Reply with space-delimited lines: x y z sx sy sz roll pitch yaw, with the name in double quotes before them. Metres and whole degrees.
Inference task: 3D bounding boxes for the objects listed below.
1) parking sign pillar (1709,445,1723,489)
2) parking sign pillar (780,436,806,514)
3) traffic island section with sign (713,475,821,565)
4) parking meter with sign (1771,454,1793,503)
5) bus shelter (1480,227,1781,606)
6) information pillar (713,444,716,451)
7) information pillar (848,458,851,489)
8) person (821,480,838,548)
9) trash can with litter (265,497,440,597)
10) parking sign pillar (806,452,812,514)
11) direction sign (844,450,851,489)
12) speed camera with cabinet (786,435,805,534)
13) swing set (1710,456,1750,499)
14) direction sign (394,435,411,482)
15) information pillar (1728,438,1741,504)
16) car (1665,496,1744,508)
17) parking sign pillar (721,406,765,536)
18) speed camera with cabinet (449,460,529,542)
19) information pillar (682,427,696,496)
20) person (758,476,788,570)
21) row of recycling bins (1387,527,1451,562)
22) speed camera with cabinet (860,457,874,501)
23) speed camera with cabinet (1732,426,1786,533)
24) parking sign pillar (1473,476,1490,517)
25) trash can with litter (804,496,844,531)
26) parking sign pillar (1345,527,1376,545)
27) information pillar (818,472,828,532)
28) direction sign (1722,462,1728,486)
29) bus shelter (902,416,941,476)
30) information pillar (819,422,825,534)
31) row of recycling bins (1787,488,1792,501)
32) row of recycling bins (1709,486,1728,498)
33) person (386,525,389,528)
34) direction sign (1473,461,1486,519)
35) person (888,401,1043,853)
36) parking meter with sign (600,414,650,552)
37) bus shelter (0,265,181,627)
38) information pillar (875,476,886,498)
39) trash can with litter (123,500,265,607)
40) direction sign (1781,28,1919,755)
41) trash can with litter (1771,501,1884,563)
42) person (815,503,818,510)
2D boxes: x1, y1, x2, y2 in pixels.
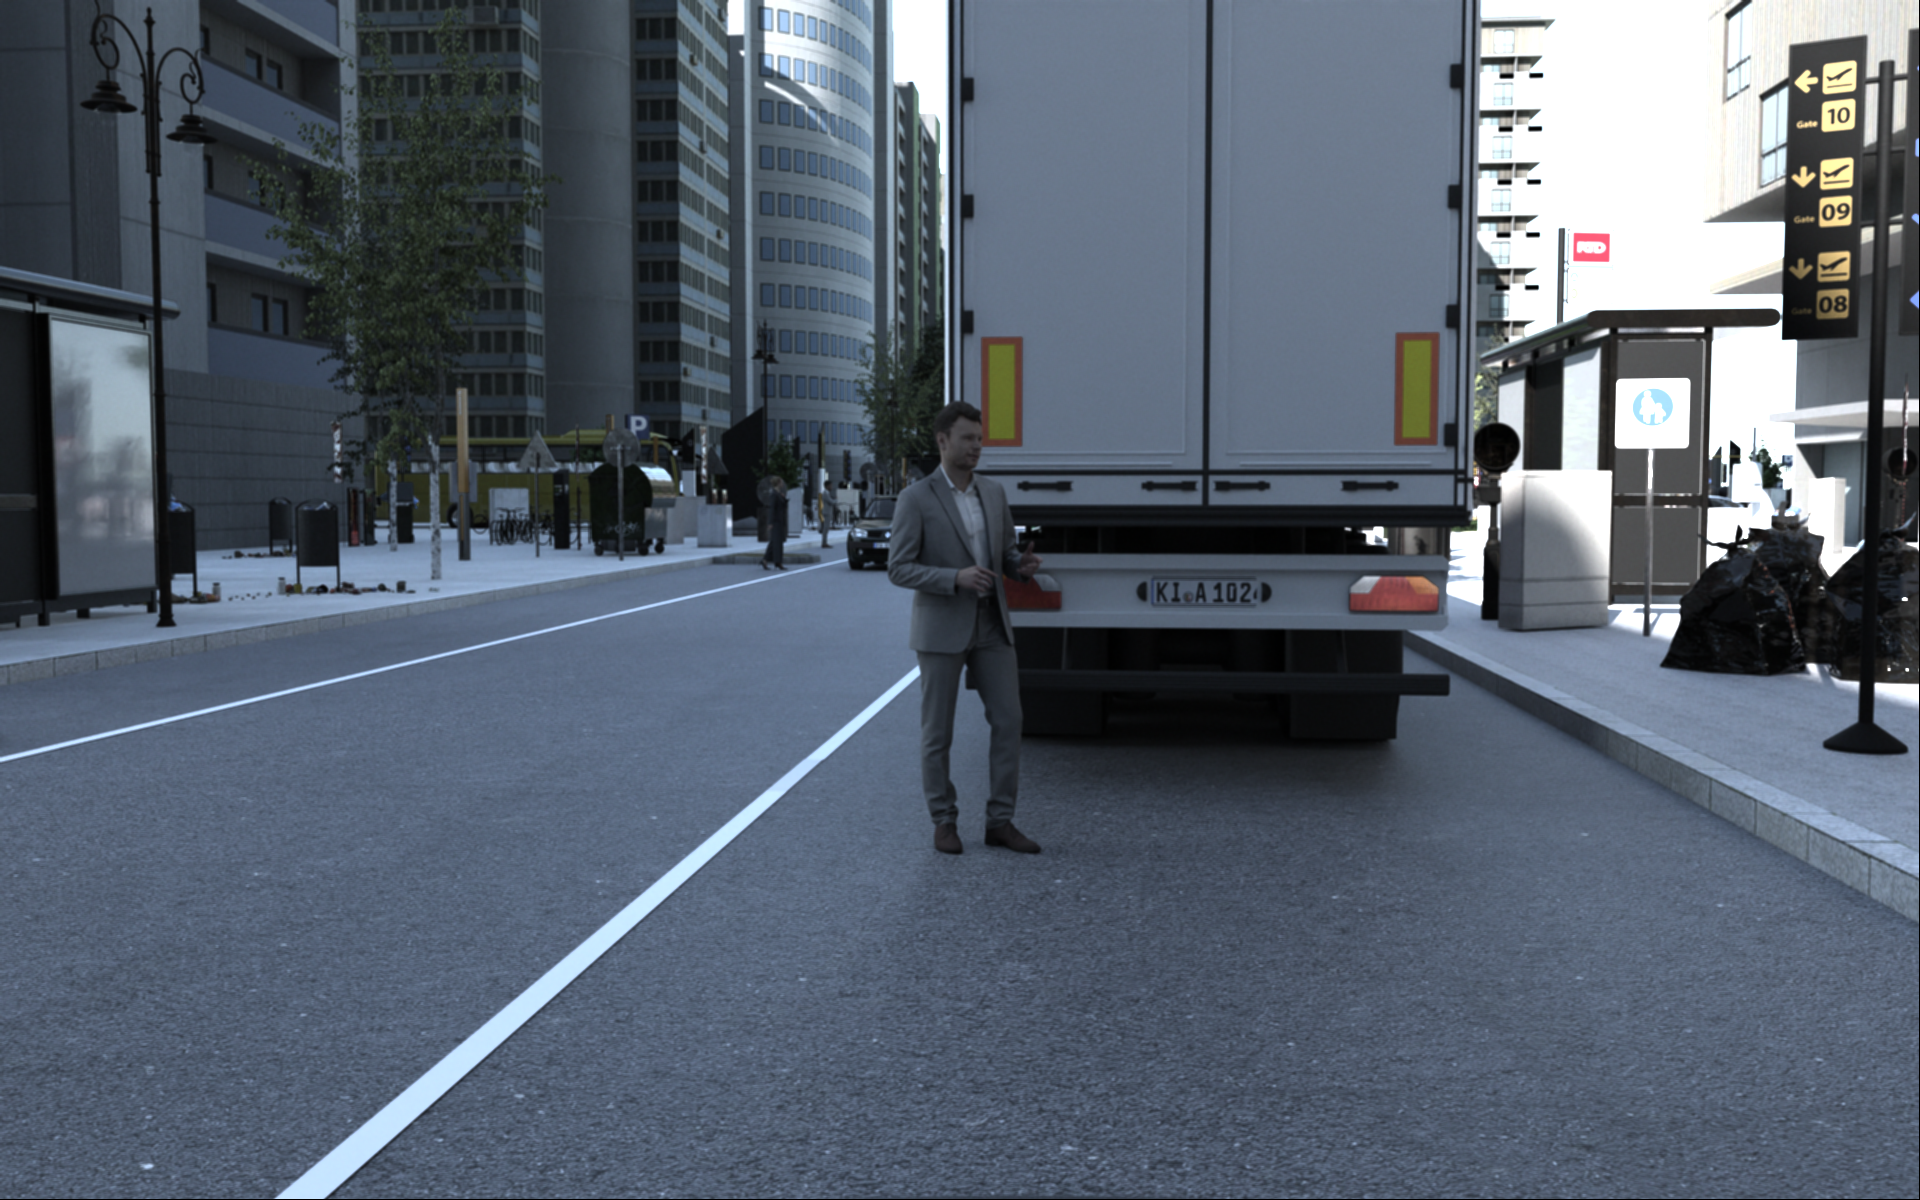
"parking sign pillar" 41.509 -6.544 95.462 1.447 3.967 1.447 -3 5 -44
"parking sign pillar" -8.043 -5.606 80.123 1.447 3.967 1.447 0 4 -2
"traffic island section with sign" -3.980 -1.686 36.195 1.989 1.847 2.006 0 4 5
"parking meter with sign" 36.058 -4.913 76.583 0.543 3.016 1.738 0 4 -8
"bus shelter" 8.585 -2.827 23.857 2.179 5.291 8.768 0 4 5
"information pillar" -11.454 -5.450 80.464 0.183 3.616 0.504 -2 4 -26
"information pillar" -7.191 -7.381 112.026 0.183 3.616 0.504 -2 4 -33
"person" -3.483 -2.300 46.282 0.466 1.800 0.511 -1 4 -18
"trash can with litter" -7.937 -0.696 22.435 2.233 1.210 1.678 0 4 -8
"parking sign pillar" -10.088 -7.547 111.862 1.447 3.967 1.447 3 4 39
"direction sign" -5.828 -5.961 89.451 0.379 3.537 0.876 1 4 18
"speed camera with cabinet" -5.454 -3.844 57.187 0.660 3.252 2.038 0 4 -3
"swing set" 31.026 -4.476 70.796 3.119 2.851 2.862 -1 4 -12
"direction sign" -20.497 -4.385 63.699 0.379 3.537 0.876 2 4 25
"information pillar" 32.596 -4.990 72.944 0.504 3.616 0.183 1 4 9
"car" 27.503 -3.105 63.126 4.827 1.381 2.083 0 4 5
"parking sign pillar" -6.644 -3.957 53.165 1.447 3.967 1.447 0 4 0
"speed camera with cabinet" -12.843 -3.234 47.213 2.038 3.252 0.660 -2 4 -25
"information pillar" -9.458 -4.229 60.504 0.504 3.616 0.183 1 4 15
"person" -3.510 -1.456 32.728 0.534 1.772 0.576 -1 4 -20
"row of recycling bins" 8.677 -1.553 32.508 1.069 1.692 3.534 1 4 21
"speed camera with cabinet" -5.481 -5.980 92.108 2.038 3.252 0.660 2 4 32
"speed camera with cabinet" 23.684 -3.483 51.283 2.038 3.252 0.660 -3 4 -36
"parking sign pillar" 28.745 -6.569 95.882 1.447 3.967 1.447 0 4 -1
"trash can with litter" -4.920 -3.082 61.447 1.678 1.210 2.233 2 4 27
"parking sign pillar" 8.591 -3.072 38.706 1.447 3.967 1.447 0 4 1
"information pillar" -4.644 -3.309 58.601 0.304 2.012 0.304 0 4 3
"direction sign" 54.786 -8.081 124.124 0.876 3.537 0.379 -3 5 -45
"bus shelter" -1.639 -6.996 92.009 2.179 5.291 8.768 0 4 6
"information pillar" -4.457 -3.955 56.019 0.183 3.616 0.504 1 4 10
"row of recycling bins" 50.071 -5.775 101.535 3.534 1.692 1.069 -1 4 -17
"row of recycling bins" 37.771 -4.849 86.392 3.534 1.692 1.069 -1 4 -16
"person" -22.685 -3.466 69.444 0.640 1.303 0.475 0 4 -7
"direction sign" 23.856 -5.365 79.709 0.379 3.537 0.876 -2 4 -27
"person" 0.052 0.110 6.901 0.606 1.804 0.583 -3 4 -37
"parking meter with sign" -7.551 -2.594 38.668 0.543 3.016 1.738 -3 4 -36
"bus shelter" -9.880 -2.250 14.412 2.179 5.291 8.768 0 4 5
"information pillar" -3.181 -3.924 68.642 0.304 2.012 0.304 -2 4 -31
"trash can with litter" -9.685 -0.577 20.498 2.233 1.210 1.678 0 4 -4
"direction sign" 4.549 -1.015 8.599 0.876 3.537 0.379 2 4 33
"trash can with litter" 8.404 -0.382 17.305 1.678 1.210 2.233 2 4 33
"person" -5.296 -3.564 66.681 0.656 1.842 0.836 1 4 15
